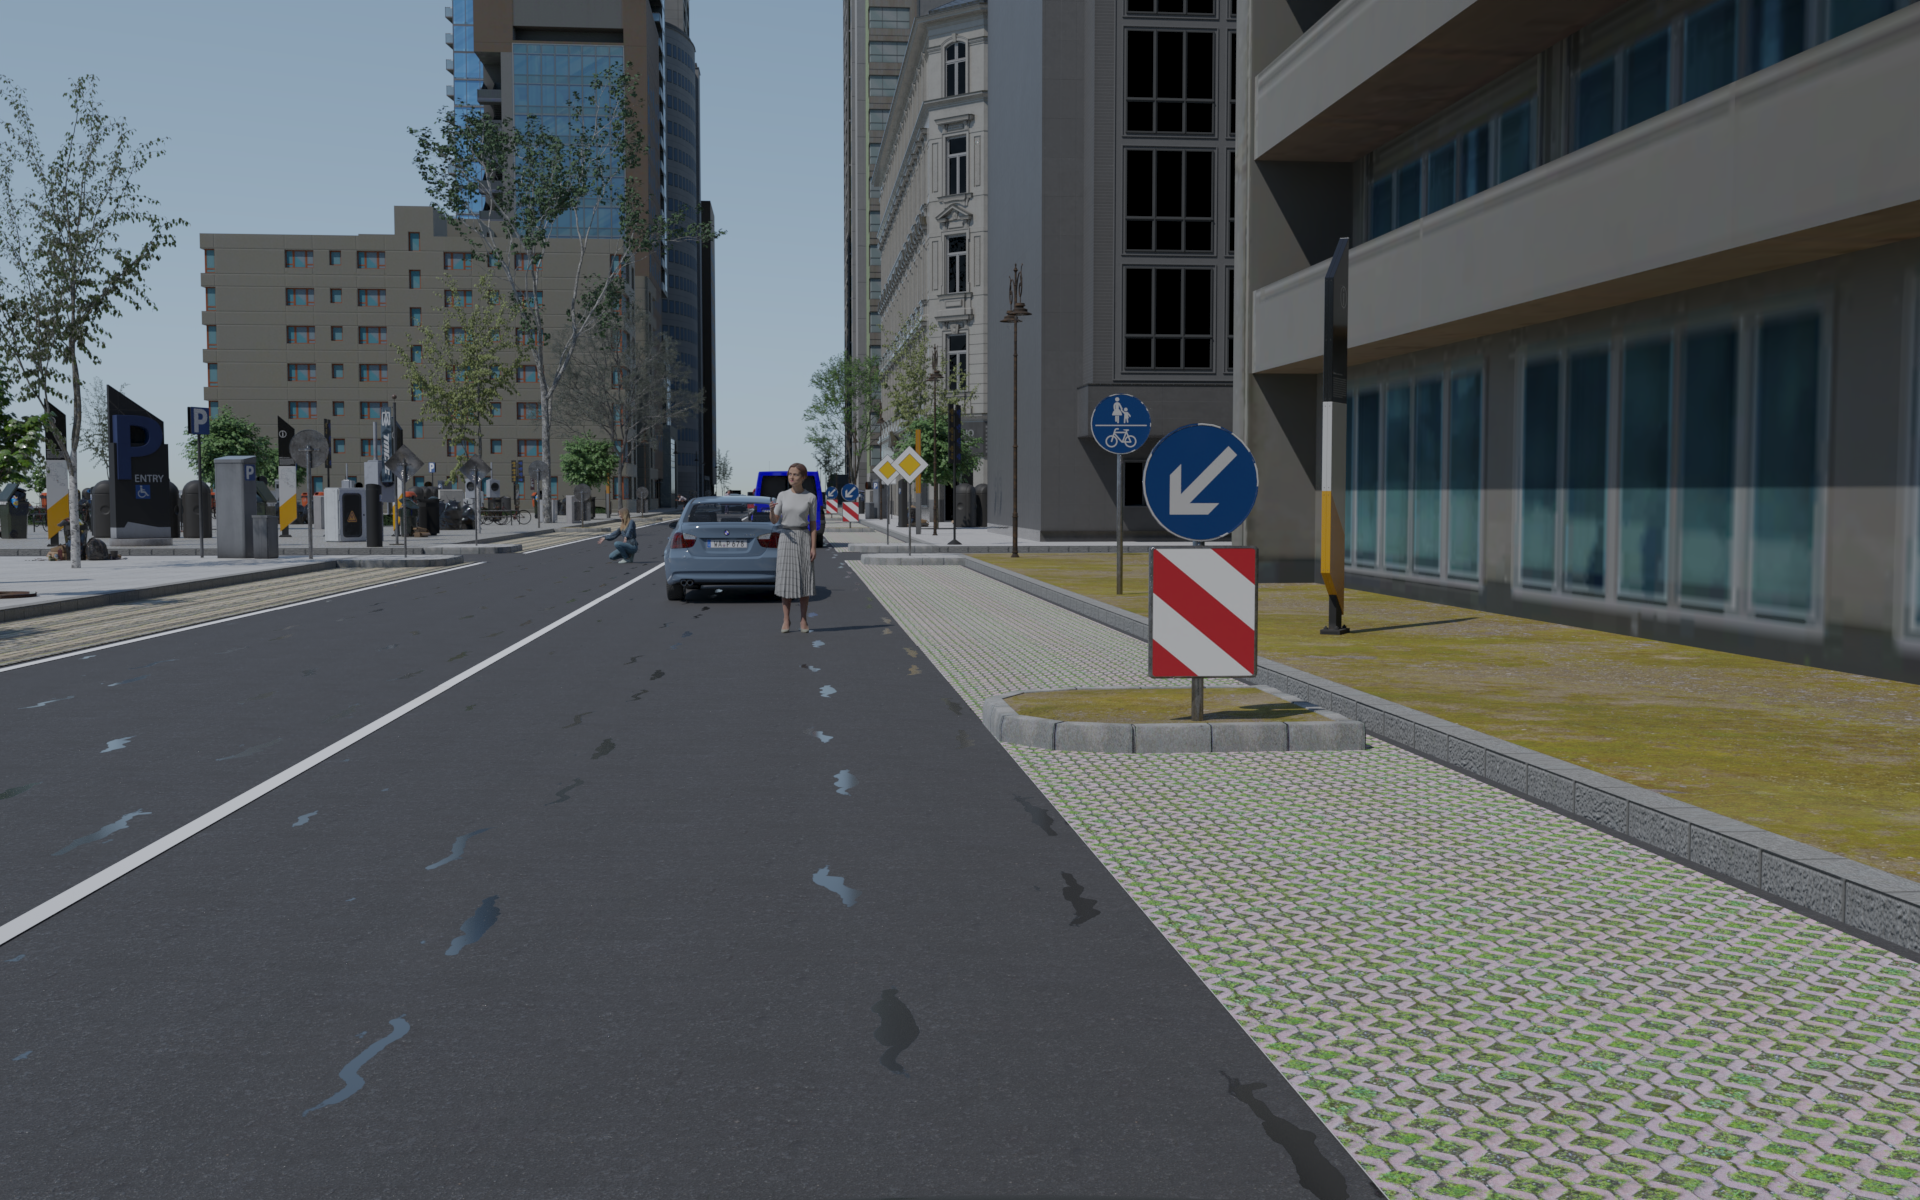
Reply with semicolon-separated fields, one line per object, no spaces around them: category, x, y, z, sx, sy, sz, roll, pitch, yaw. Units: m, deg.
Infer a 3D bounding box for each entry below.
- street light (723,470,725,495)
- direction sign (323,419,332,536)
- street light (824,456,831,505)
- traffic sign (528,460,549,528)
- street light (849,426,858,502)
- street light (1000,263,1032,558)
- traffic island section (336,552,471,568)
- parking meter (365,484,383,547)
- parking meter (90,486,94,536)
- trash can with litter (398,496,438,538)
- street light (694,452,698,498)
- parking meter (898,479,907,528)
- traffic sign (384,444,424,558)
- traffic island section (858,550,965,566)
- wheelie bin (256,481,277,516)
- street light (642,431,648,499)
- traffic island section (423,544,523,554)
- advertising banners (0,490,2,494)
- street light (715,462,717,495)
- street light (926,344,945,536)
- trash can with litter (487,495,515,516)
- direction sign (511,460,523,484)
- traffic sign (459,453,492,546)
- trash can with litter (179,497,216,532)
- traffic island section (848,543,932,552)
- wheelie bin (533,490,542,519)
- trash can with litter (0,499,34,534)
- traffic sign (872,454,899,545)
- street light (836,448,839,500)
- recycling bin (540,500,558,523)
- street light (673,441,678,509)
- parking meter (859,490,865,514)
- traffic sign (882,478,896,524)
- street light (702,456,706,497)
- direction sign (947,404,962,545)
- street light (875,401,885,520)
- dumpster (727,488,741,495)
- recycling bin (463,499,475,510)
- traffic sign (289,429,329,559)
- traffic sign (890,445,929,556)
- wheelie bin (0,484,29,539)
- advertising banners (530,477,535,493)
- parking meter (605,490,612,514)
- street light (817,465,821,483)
street light;-36.414;-18.021;267.436;0.468;5.910;1.993;0;4;-6
direction sign;-19.106;-3.694;52.397;0.379;3.537;0.876;-1;4;-9
street light;-14.701;-13.544;194.228;0.468;5.910;1.993;0;4;-6
traffic sign;-15.911;-3.992;65.379;0.768;2.556;0.104;0;4;1
street light;-7.148;-8.908;118.437;0.468;5.910;1.993;0;4;-6
street light;1.115;-3.797;34.869;0.468;5.910;1.993;0;4;-6
traffic island section;-11.213;-0.776;34.970;2.009;0.180;2.903;0;4;-6
parking meter;-14.169;-2.047;41.884;0.372;1.533;0.369;0;3;0
parking meter;-26.577;-2.750;53.379;0.372;1.533;0.369;0;3;0
trash can with litter;-16.185;-2.453;51.488;1.055;1.170;0.624;2;4;29
street light;-28.082;-12.956;184.612;0.468;5.910;1.993;0;4;-6
parking meter;-2.198;-3.718;66.493;0.255;1.863;0.399;-2;4;-25
traffic sign;-11.191;-1.912;34.910;0.795;2.450;0.064;0;4;-6
traffic island section;-1.021;-0.837;35.971;2.009;0.180;2.903;0;4;-6
wheelie bin;-17.496;-2.158;43.190;0.693;1.594;0.980;0;4;2
street light;-21.624;-8.943;119.007;0.468;5.910;1.993;0;4;-6
traffic island section;-12.001;-1.262;42.916;2.009;0.180;2.903;0;4;-6
advertising banners;-41.933;-4.860;75.648;0.090;3.025;2.074;-2;4;-25
street light;-33.021;-16.018;234.686;0.468;5.910;1.993;0;4;-6
street light;-0.772;-4.932;53.424;0.468;5.910;1.993;0;4;-6
trash can with litter;-25.360;-5.158;95.390;2.233;1.210;1.678;0;4;-1
direction sign;-29.610;-7.576;115.857;0.876;3.537;0.379;1;4;20
traffic sign;-11.978;-2.398;42.857;0.795;2.450;0.064;0;4;-6
trash can with litter;-26.149;-2.886;58.245;2.233;1.210;1.678;1;4;17
traffic island section;-1.809;-1.323;43.918;2.009;0.180;2.903;0;4;-6
wheelie bin;-21.975;-5.059;90.629;0.693;1.594;0.980;-1;4;-14
trash can with litter;-29.891;-2.653;54.766;0.624;1.170;1.055;1;4;12
traffic sign;-1.832;-2.458;43.838;0.795;2.450;0.064;0;4;-6
street light;-11.506;-11.561;161.812;0.468;5.910;1.993;0;4;-6
recycling bin;-18.324;-3.943;77.024;0.722;1.027;0.722;0;4;-3
street light;-24.848;-10.926;151.420;0.468;5.910;1.993;0;4;-6
parking meter;-6.318;-6.303;111.457;0.372;1.533;0.369;0;3;0
traffic sign;-3.003;-4.358;73.387;0.606;2.300;0.079;0;4;-1
street light;-29.860;-14.035;202.267;0.468;5.910;1.993;0;4;-6
direction sign;-0.137;-3.167;43.776;0.379;3.537;0.876;1;4;20
street light;-3.926;-6.926;86.024;0.468;5.910;1.993;0;4;-6
dumpster;-31.596;-14.525;242.439;1.985;2.255;1.502;0;4;-7
recycling bin;-26.256;-4.895;92.580;0.722;1.027;0.722;0;4;3
traffic sign;-12.810;-2.079;34.105;0.768;2.556;0.104;0;4;-3
traffic sign;-1.044;-1.972;35.892;0.795;2.450;0.064;0;4;-6
wheelie bin;-27.209;-2.561;49.787;0.980;1.594;0.693;2;4;35
advertising banners;-28.169;-7.333;116.076;0.090;3.025;2.074;2;4;27
parking meter;-22.209;-6.178;109.415;0.372;1.533;0.369;0;3;0
street light;-19.687;-16.623;244.574;0.468;5.910;1.993;0;4;-6
